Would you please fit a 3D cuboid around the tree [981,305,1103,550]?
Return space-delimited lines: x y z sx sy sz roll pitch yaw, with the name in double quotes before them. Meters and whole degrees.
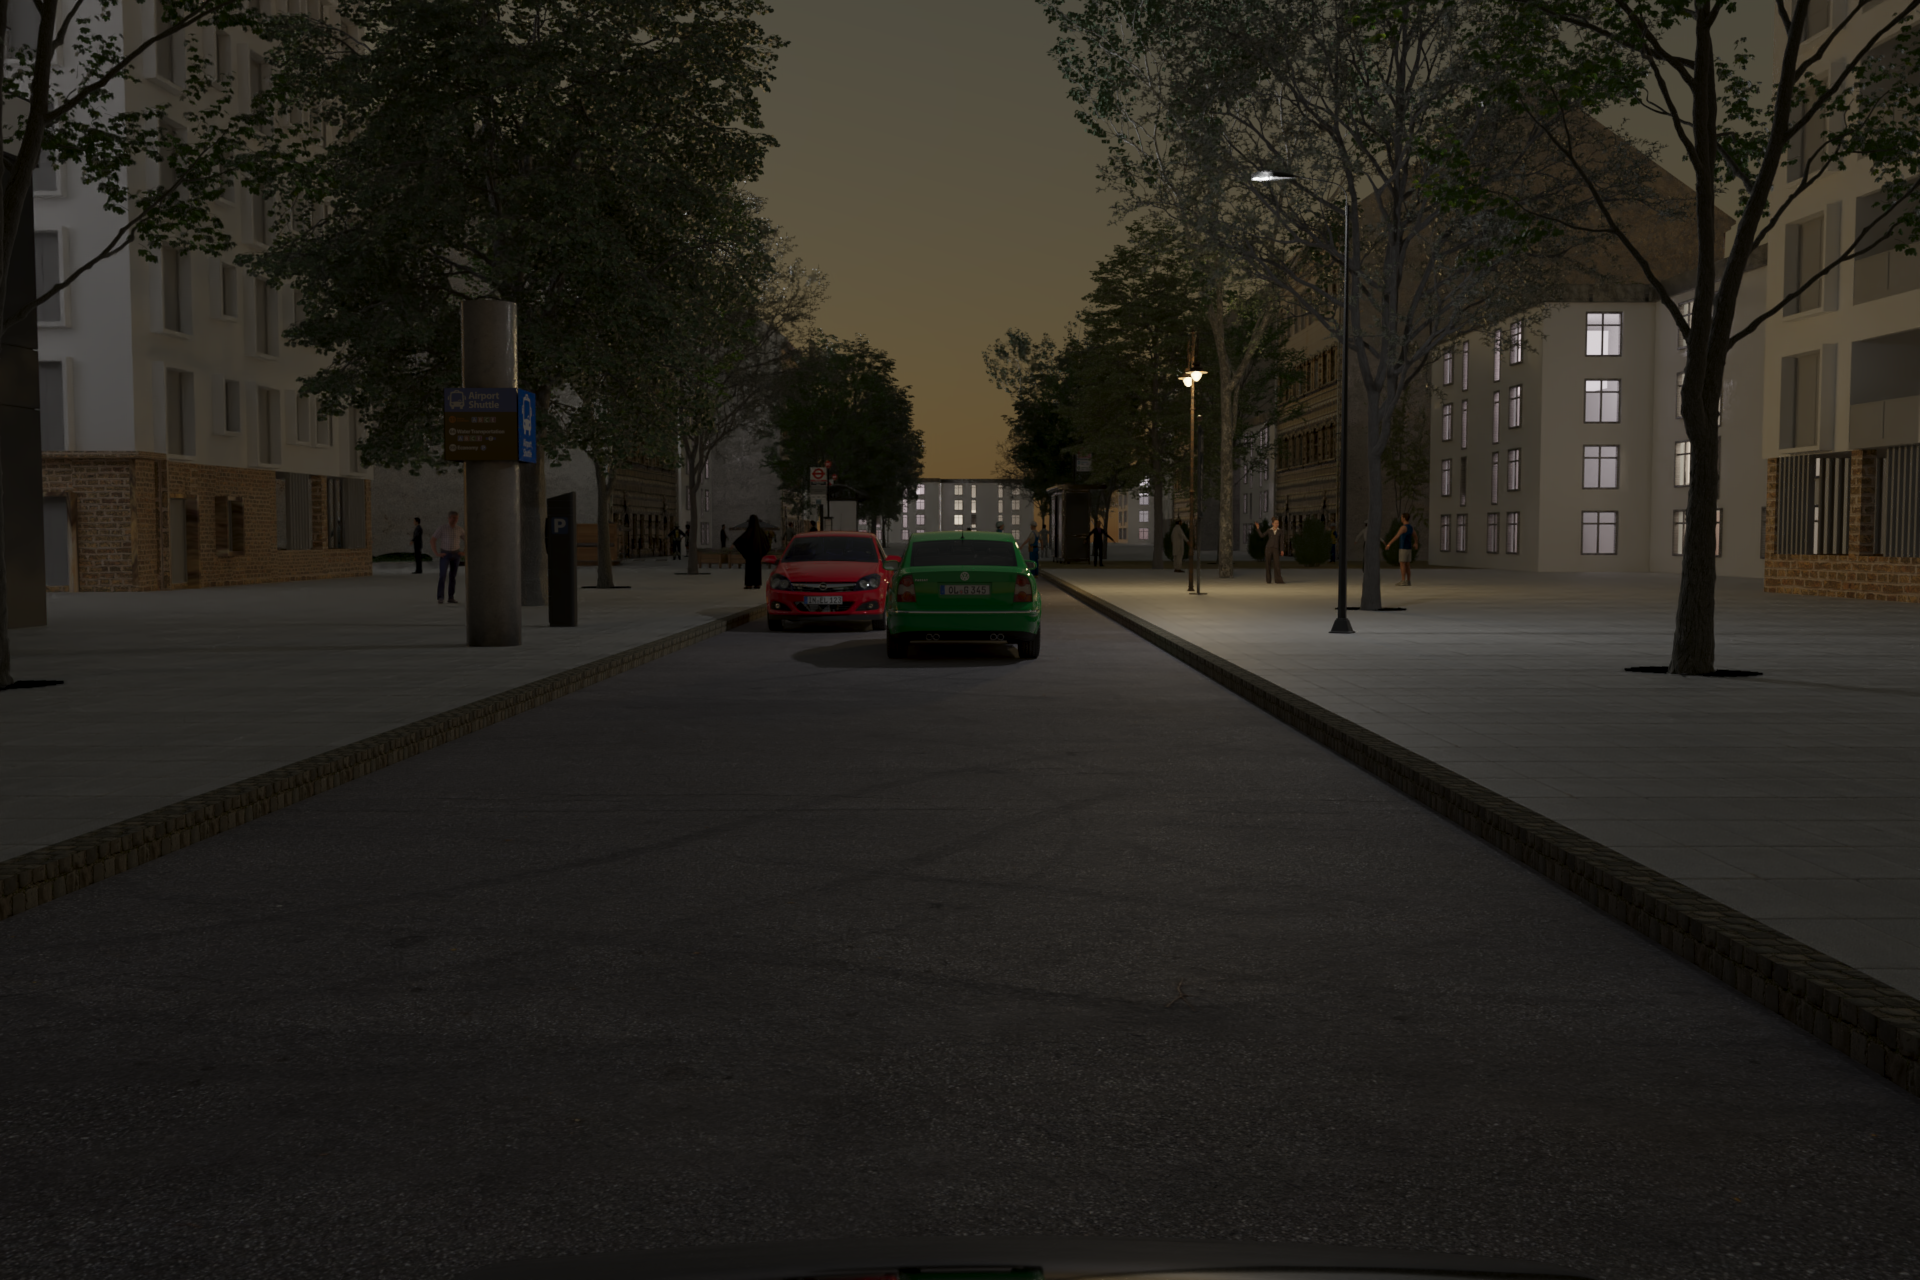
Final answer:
"tree" 8.912 -17.511 142.191 12.611 20.169 13.585 0 3 0

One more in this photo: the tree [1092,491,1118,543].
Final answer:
"tree" 20.399 -21.483 261.612 12.009 13.543 11.850 0 3 0

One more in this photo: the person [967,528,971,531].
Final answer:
"person" 0.334 -4.523 83.131 0.721 1.740 1.216 1 4 18

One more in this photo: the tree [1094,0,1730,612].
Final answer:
"tree" 6.987 -7.230 28.588 12.009 13.543 11.850 0 3 0

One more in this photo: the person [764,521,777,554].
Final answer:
"person" -8.423 -4.279 75.725 1.354 1.858 0.705 3 5 44

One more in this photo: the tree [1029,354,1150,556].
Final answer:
"tree" 7.805 -10.679 100.355 9.928 11.665 9.643 0 3 0

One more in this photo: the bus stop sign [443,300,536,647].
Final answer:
"bus stop sign" -5.367 -1.885 19.842 0.837 3.901 0.837 0 4 0

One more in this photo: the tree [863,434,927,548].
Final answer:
"tree" -6.934 -14.295 159.478 9.928 11.665 9.643 0 3 0

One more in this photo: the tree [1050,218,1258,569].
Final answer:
"tree" 6.949 -8.877 63.261 7.486 12.596 7.792 0 3 0

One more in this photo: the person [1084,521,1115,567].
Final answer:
"person" 5.476 -3.799 68.341 1.346 1.802 0.704 -1 4 -19

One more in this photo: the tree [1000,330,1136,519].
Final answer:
"tree" 7.222 -12.444 110.112 9.857 13.997 8.962 0 3 0

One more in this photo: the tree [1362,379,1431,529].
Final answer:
"tree" 20.434 -7.904 79.599 4.737 8.622 4.395 0 3 0

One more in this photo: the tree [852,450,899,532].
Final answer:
"tree" -7.326 -11.233 134.017 4.360 8.622 3.978 0 3 0

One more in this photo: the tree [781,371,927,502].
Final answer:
"tree" -7.697 -13.072 124.097 12.009 13.543 11.850 0 3 0

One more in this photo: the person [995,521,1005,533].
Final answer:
"person" 1.202 -2.567 50.559 0.704 1.817 1.347 -1 4 -9

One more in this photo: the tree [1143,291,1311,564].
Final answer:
"tree" 11.261 -9.034 73.465 9.928 11.665 9.643 0 3 0

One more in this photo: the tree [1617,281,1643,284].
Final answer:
"tree" 29.410 -9.801 78.377 7.486 12.596 7.792 0 3 0

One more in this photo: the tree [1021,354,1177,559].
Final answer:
"tree" 7.264 -9.324 86.861 8.767 10.594 7.601 0 4 1

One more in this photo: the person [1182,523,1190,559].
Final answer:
"person" 11.337 -5.001 87.706 1.347 1.837 0.705 -3 4 -38

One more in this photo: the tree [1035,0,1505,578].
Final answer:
"tree" 8.695 -11.794 48.728 12.611 20.169 13.585 0 3 0

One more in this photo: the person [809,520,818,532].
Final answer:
"person" -5.664 -3.681 66.372 0.705 1.806 1.347 2 4 24

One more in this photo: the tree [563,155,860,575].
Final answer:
"tree" -8.348 -8.812 54.439 12.009 13.543 11.850 0 3 0

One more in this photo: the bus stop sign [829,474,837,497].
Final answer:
"bus stop sign" -5.800 -5.413 77.213 0.855 3.939 0.416 0 4 2

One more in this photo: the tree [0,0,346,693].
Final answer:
"tree" -7.982 -5.404 14.117 9.928 11.665 9.643 0 3 0

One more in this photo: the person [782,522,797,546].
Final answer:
"person" -7.162 -4.112 73.509 0.705 1.796 1.348 -3 5 -44

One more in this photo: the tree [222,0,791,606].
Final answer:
"tree" -7.773 -7.585 30.678 9.857 13.997 8.962 0 3 0

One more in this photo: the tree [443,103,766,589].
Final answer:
"tree" -8.349 -7.036 40.796 9.928 11.665 9.643 0 3 0

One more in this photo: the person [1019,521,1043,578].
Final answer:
"person" 2.359 -2.915 55.971 0.705 1.847 1.347 2 4 35

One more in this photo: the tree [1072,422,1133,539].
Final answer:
"tree" 7.713 -8.701 92.618 4.360 8.622 3.978 0 3 0

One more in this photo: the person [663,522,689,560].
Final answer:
"person" -13.920 -4.853 85.127 1.354 1.856 0.705 -1 4 -14

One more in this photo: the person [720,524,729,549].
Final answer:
"person" -12.878 -5.406 94.522 0.704 1.812 1.346 -1 4 -23

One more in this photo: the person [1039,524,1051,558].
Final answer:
"person" 4.572 -5.343 93.545 1.347 1.806 0.705 1 4 21

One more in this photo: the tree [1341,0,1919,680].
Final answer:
"tree" 6.751 -5.481 15.375 9.928 11.665 9.643 0 3 0

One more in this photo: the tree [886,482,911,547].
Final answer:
"tree" -6.775 -13.302 167.843 4.737 8.622 4.395 0 3 0

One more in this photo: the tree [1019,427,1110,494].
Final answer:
"tree" 8.077 -11.730 126.205 8.767 10.594 7.601 2 4 34

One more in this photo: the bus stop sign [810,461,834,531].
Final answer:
"bus stop sign" -5.016 -4.553 63.152 0.855 3.939 0.416 0 4 0

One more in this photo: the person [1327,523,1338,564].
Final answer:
"person" 16.186 -4.228 75.593 0.721 1.772 1.216 -1 4 -9

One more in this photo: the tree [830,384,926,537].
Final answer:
"tree" -7.205 -14.466 143.173 9.857 13.997 8.962 0 3 0

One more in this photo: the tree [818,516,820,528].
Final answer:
"tree" -20.060 -18.660 255.449 4.360 8.622 3.978 0 3 0

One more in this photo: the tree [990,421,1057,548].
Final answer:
"tree" 7.745 -15.387 161.945 12.009 13.543 11.850 0 3 0

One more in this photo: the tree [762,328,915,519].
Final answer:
"tree" -7.476 -12.345 108.488 9.857 13.997 8.962 0 3 0

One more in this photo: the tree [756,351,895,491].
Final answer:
"tree" -7.346 -10.344 94.885 9.928 11.665 9.643 0 3 0
